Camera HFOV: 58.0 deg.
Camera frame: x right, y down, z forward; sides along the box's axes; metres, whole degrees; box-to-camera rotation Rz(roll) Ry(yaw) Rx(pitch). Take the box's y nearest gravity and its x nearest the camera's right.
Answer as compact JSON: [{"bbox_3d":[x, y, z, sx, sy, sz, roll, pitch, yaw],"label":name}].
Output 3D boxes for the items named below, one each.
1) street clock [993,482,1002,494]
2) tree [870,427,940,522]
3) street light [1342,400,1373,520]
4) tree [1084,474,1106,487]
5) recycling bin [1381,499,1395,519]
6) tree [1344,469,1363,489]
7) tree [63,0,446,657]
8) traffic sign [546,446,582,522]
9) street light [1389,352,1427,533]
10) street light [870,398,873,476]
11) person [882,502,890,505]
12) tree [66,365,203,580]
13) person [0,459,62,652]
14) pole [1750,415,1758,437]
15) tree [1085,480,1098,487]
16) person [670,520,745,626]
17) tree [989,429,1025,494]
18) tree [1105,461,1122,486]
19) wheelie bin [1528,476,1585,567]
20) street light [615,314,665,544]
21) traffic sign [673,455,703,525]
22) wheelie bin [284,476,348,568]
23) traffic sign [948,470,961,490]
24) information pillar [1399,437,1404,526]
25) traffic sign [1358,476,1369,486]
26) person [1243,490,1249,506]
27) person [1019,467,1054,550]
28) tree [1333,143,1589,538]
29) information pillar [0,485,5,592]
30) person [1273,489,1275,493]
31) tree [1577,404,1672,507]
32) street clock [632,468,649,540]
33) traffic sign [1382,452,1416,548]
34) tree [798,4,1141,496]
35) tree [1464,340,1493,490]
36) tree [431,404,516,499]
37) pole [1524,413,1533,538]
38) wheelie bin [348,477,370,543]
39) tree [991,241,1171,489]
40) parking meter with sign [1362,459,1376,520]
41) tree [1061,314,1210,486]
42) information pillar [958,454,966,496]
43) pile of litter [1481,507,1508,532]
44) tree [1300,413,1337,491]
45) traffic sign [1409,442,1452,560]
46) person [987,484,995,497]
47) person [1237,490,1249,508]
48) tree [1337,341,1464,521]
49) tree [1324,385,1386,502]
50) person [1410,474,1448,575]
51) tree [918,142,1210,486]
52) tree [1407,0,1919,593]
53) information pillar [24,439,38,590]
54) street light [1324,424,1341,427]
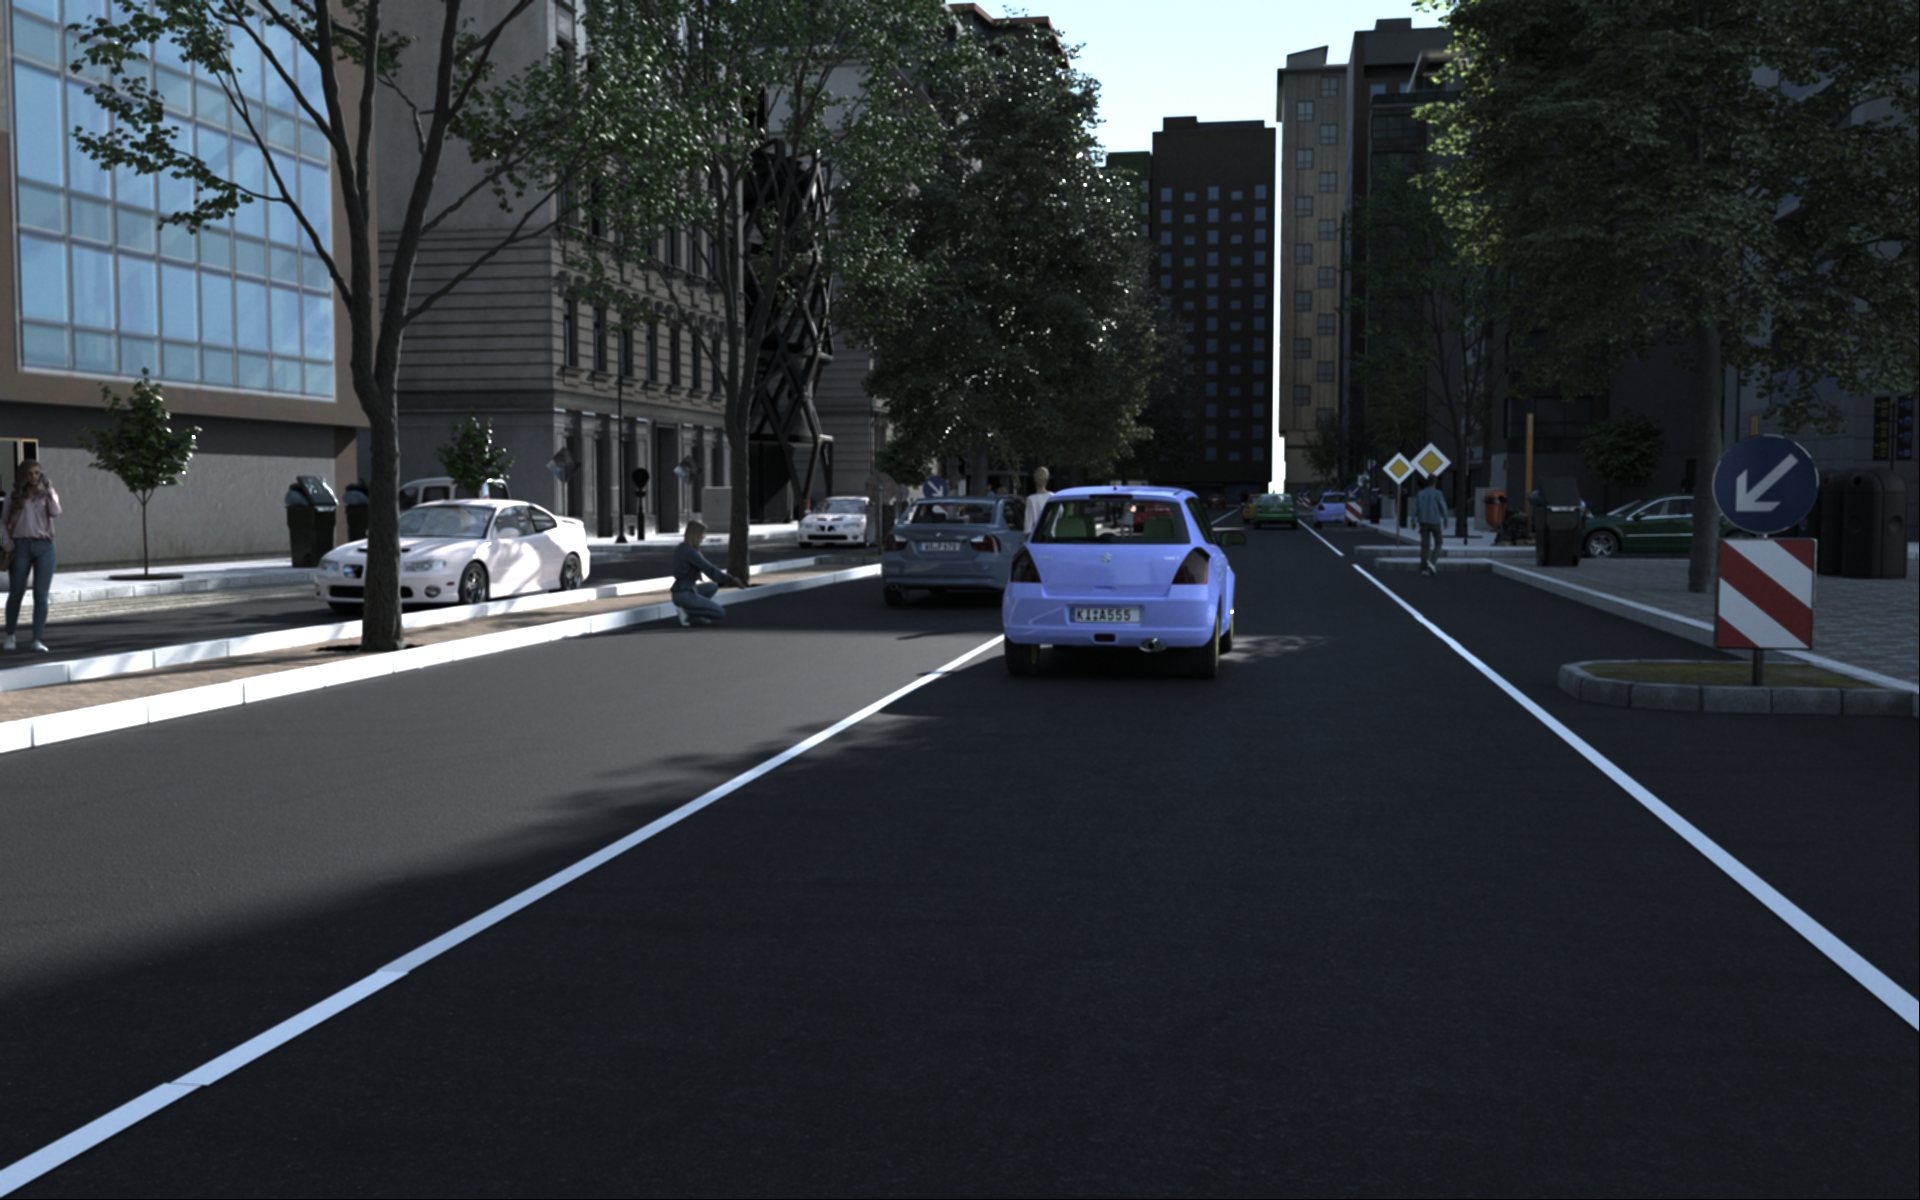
[{"bbox_3d":[2.307,-6.227,106.387,0.471,2.002,0.358,-1,4,-12],"label":"street clock"},{"bbox_3d":[-2.475,-5.962,81.187,4.285,4.588,4.351,0,3,0],"label":"tree"},{"bbox_3d":[19.863,-6.936,85.937,1.470,5.913,1.316,1,4,10],"label":"street light"},{"bbox_3d":[13.362,-11.793,176.535,4.285,4.588,4.351,0,3,0],"label":"tree"},{"bbox_3d":[22.499,-4.810,91.200,0.722,1.027,0.722,1,4,23],"label":"recycling bin"},{"bbox_3d":[27.049,-7.614,119.093,1.663,3.219,1.824,0,3,0],"label":"tree"},{"bbox_3d":[-5.185,-5.327,15.305,9.928,11.665,9.643,0,3,0],"label":"tree"},{"bbox_3d":[-8.353,-2.012,36.533,0.795,2.450,0.064,1,4,10],"label":"traffic sign"},{"bbox_3d":[14.690,-5.155,56.830,1.470,5.913,1.316,1,4,10],"label":"street light"},{"bbox_3d":[-3.251,-6.199,73.899,1.470,5.913,1.316,1,4,10],"label":"street light"},{"bbox_3d":[-2.456,-2.754,54.539,0.512,1.701,0.522,0,4,-8],"label":"person"},{"bbox_3d":[-12.191,-1.926,26.099,1.663,3.219,1.824,0,3,0],"label":"tree"},{"bbox_3d":[-8.566,-0.415,15.872,0.593,1.750,0.643,-2,4,-30],"label":"person"},{"bbox_3d":[20.521,-3.119,44.843,0.158,3.312,0.155,0,3,0],"label":"pole"},{"bbox_3d":[12.534,-10.629,168.378,1.663,3.219,1.824,0,3,0],"label":"tree"},{"bbox_3d":[-2.856,-0.313,19.120,0.738,1.151,1.012,-1,4,-21],"label":"person"},{"bbox_3d":[3.501,-10.145,116.231,4.360,8.622,3.978,0,3,0],"label":"tree"},{"bbox_3d":[17.063,-14.799,192.333,4.360,8.622,3.978,0,3,0],"label":"tree"},{"bbox_3d":[10.564,-1.399,30.778,0.980,1.594,0.693,0,4,0],"label":"wheelie bin"},{"bbox_3d":[-8.281,-4.420,44.801,1.470,5.913,1.316,1,4,10],"label":"street light"},{"bbox_3d":[-6.966,-2.493,44.397,0.795,2.450,0.064,1,4,10],"label":"traffic sign"},{"bbox_3d":[-11.385,-1.371,30.325,0.693,1.594,0.980,1,4,19],"label":"wheelie bin"},{"bbox_3d":[-0.313,-5.700,93.297,0.768,2.556,0.104,1,4,17],"label":"traffic sign"},{"bbox_3d":[17.955,-4.841,70.507,0.183,3.616,0.504,2,4,29],"label":"information pillar"},{"bbox_3d":[22.026,-5.654,94.568,0.606,2.300,0.079,1,4,17],"label":"traffic sign"},{"bbox_3d":[25.226,-8.807,152.516,0.705,1.821,1.348,-2,4,-24],"label":"person"},{"bbox_3d":[1.114,-0.655,19.884,0.731,1.740,0.598,-3,5,-42],"label":"person"},{"bbox_3d":[14.787,-7.648,50.803,9.928,11.665,9.643,0,3,0],"label":"tree"},{"bbox_3d":[-12.506,-1.115,22.729,0.304,2.012,0.304,-3,5,-41],"label":"information pillar"},{"bbox_3d":[25.083,-7.937,138.357,1.348,1.812,0.705,-1,4,-23],"label":"person"},{"bbox_3d":[24.342,-4.880,63.503,4.285,4.588,4.351,0,3,0],"label":"tree"},{"bbox_3d":[-8.876,-2.665,48.149,0.471,2.002,0.358,-1,4,-14],"label":"street clock"},{"bbox_3d":[10.457,-2.304,41.314,0.795,2.450,0.064,1,4,10],"label":"traffic sign"},{"bbox_3d":[0.469,-8.400,46.446,9.857,13.997,8.962,0,3,0],"label":"tree"},{"bbox_3d":[25.916,-8.147,83.562,4.737,8.622,4.395,0,3,0],"label":"tree"},{"bbox_3d":[-10.443,-2.622,37.470,1.663,3.219,1.824,0,3,0],"label":"tree"},{"bbox_3d":[14.385,-3.057,43.829,0.158,3.312,0.155,0,3,0],"label":"pole"},{"bbox_3d":[-10.992,-1.471,31.959,0.693,1.594,0.980,-1,4,-10],"label":"wheelie bin"},{"bbox_3d":[5.326,-9.578,77.178,7.486,12.596,7.792,0,3,0],"label":"tree"},{"bbox_3d":[20.653,-5.584,87.557,0.543,3.016,1.738,0,4,4],"label":"parking meter with sign"},{"bbox_3d":[9.567,-11.067,100.409,9.611,12.733,9.660,0,3,0],"label":"tree"},{"bbox_3d":[0.106,-6.636,99.855,0.504,3.616,0.183,2,4,34],"label":"information pillar"},{"bbox_3d":[18.392,-2.719,58.417,1.719,0.858,1.176,2,4,25],"label":"pile of litter"},{"bbox_3d":[33.248,-12.615,156.624,4.737,8.622,4.395,0,3,0],"label":"tree"},{"bbox_3d":[9.069,-1.823,33.450,0.795,2.450,0.064,1,4,10],"label":"traffic sign"},{"bbox_3d":[1.213,-3.700,68.861,0.748,1.841,0.638,-2,4,-33],"label":"person"},{"bbox_3d":[29.637,-10.585,181.502,1.348,1.831,0.705,0,4,-5],"label":"person"},{"bbox_3d":[20.927,-8.067,82.255,4.737,8.622,4.395,0,3,0],"label":"tree"},{"bbox_3d":[25.492,-9.847,111.365,4.360,8.622,3.978,0,3,0],"label":"tree"},{"bbox_3d":[8.245,-1.320,30.418,0.601,1.785,0.444,2,4,32],"label":"person"},{"bbox_3d":[2.790,-8.997,59.927,12.009,13.543,11.850,0,3,0],"label":"tree"},{"bbox_3d":[9.383,-6.384,22.511,7.486,12.596,7.792,0,3,0],"label":"tree"},{"bbox_3d":[-12.585,-1.147,23.252,0.304,2.012,0.304,1,4,14],"label":"information pillar"},{"bbox_3d":[24.888,-8.716,115.045,1.470,5.913,1.316,1,4,10],"label":"street light"}]
